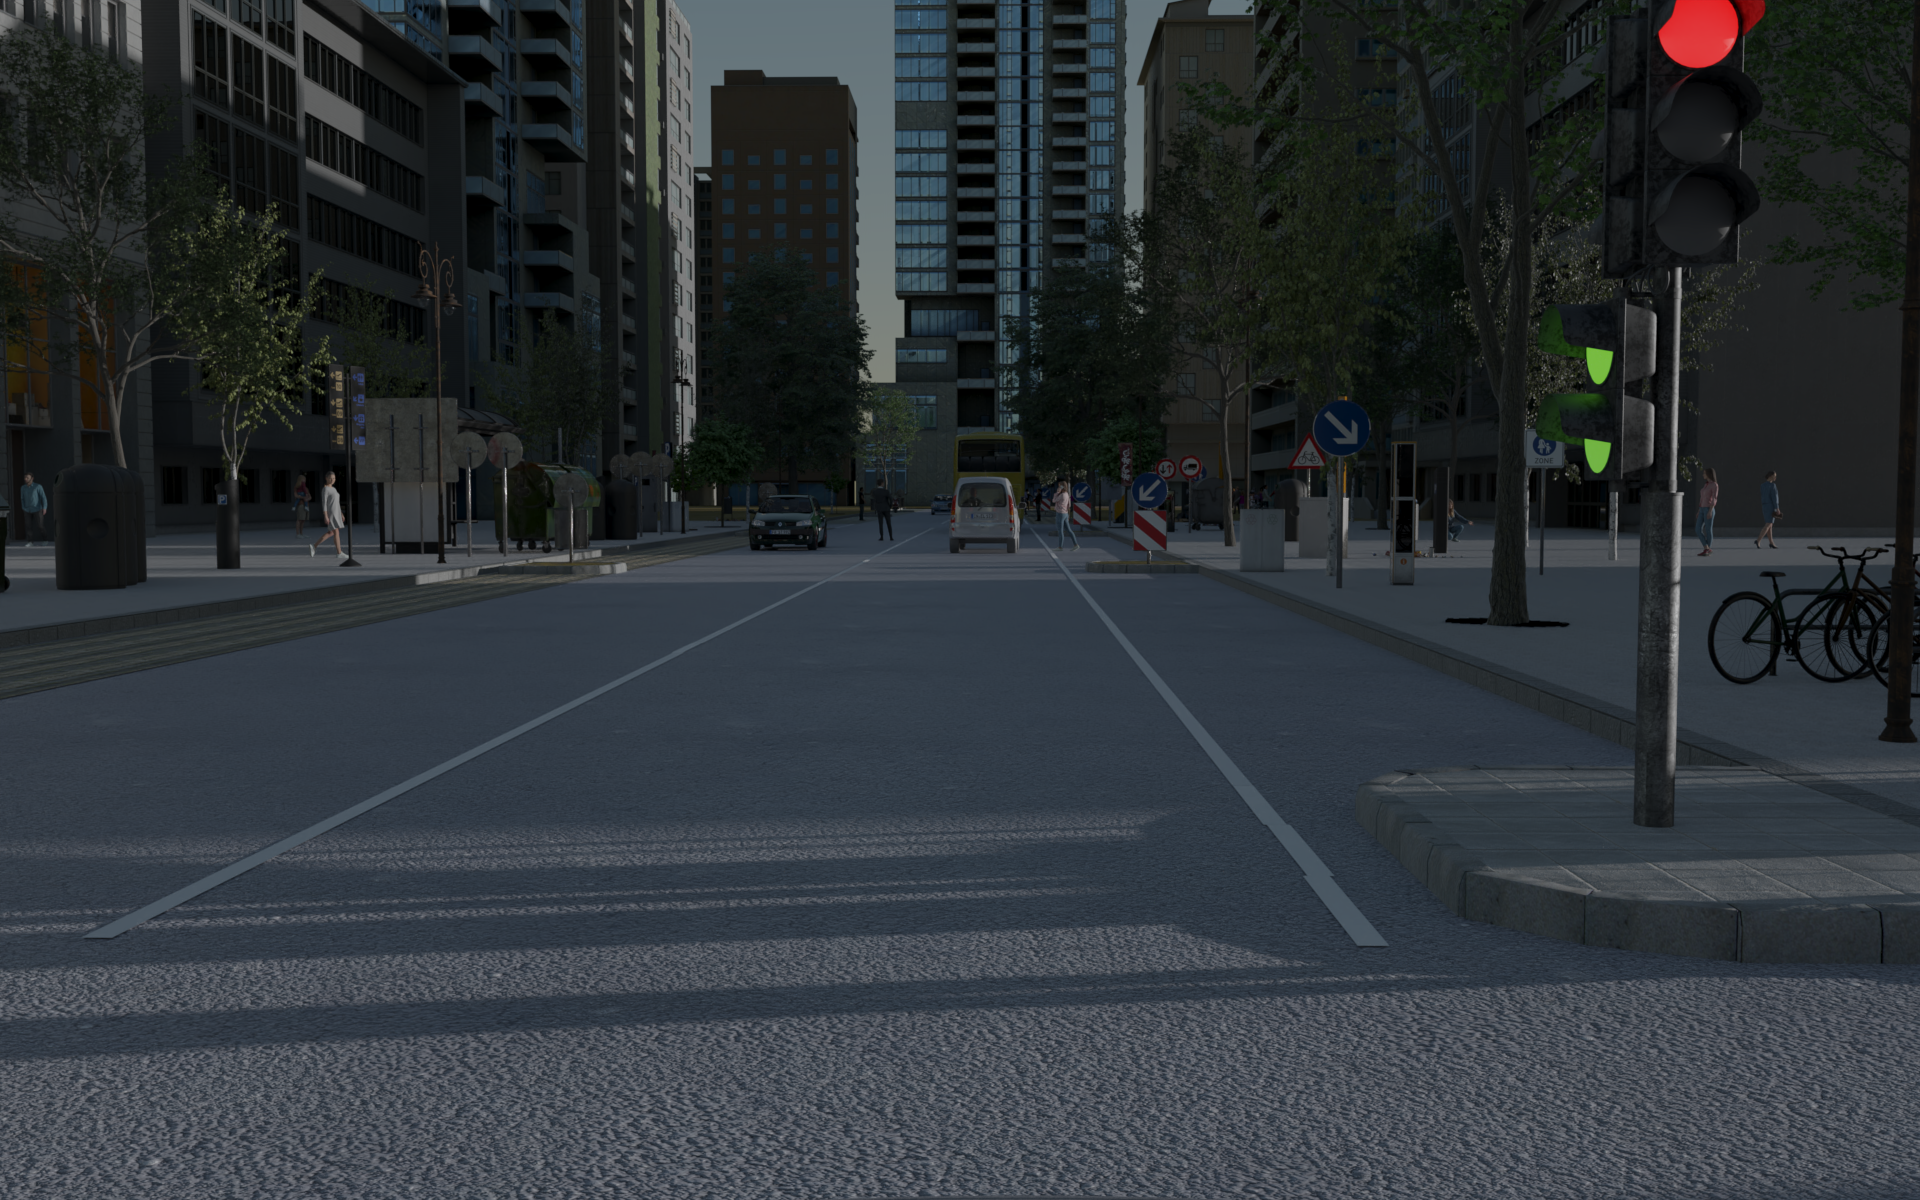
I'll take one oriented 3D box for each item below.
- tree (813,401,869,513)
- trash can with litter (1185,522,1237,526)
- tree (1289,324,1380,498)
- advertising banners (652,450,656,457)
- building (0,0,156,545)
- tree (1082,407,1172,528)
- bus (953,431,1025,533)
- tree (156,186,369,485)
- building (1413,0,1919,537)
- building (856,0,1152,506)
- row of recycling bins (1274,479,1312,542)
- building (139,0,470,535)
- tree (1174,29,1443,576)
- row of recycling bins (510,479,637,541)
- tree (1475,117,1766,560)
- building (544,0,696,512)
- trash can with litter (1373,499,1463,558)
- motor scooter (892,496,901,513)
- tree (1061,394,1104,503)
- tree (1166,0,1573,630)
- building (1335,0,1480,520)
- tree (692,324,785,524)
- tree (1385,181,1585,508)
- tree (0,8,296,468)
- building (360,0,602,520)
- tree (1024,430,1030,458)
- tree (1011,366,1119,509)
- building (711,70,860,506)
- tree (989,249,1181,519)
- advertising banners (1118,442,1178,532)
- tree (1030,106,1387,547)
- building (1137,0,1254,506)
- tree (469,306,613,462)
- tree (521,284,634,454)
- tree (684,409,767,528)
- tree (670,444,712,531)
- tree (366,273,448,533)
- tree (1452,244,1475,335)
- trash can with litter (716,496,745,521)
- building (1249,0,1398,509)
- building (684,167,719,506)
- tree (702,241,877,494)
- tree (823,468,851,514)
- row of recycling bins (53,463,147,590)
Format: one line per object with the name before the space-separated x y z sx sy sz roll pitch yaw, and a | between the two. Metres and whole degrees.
tree | -8.263 -10.010 114.027 4.360 8.622 3.978 0 3 0
trash can with litter | 10.197 -3.601 69.934 2.233 1.210 1.678 0 4 3
tree | 16.166 -7.492 72.860 4.360 8.622 3.978 0 3 0
advertising banners | -12.233 -4.399 68.111 0.090 3.025 2.074 0 4 7
building | -29.458 -15.787 35.604 11.434 29.767 29.804 0 4 1
tree | 6.359 -4.988 65.275 4.285 4.588 4.351 0 3 0
bus | 1.124 -4.627 67.191 2.896 3.916 12.252 0 4 1
tree | -17.725 -5.644 42.646 4.737 8.622 4.395 0 3 0
building | 27.754 -15.080 65.631 14.314 24.678 30.058 0 4 1
building | 4.868 -53.621 189.374 31.000 86.520 22.319 0 4 1
row of recycling bins | 9.300 -2.521 48.327 1.069 1.692 3.534 1 4 12
building | -30.142 -15.118 66.253 14.314 24.678 30.058 0 4 1
tree | 5.586 -4.675 26.806 4.737 8.622 4.395 0 3 0
row of recycling bins | -10.649 -2.496 47.918 3.534 1.692 1.069 -2 4 -31
tree | 12.737 -5.066 33.191 4.360 8.622 3.978 0 3 0
building | -28.719 -27.773 137.679 14.086 41.232 14.154 0 4 1
trash can with litter | 9.379 -1.516 35.852 1.678 1.210 2.233 0 4 3
motor scooter | -4.892 -7.268 131.602 0.815 1.314 1.986 0 4 -1
tree | 8.135 -10.240 117.783 4.737 8.622 4.395 0 3 0
tree | 5.202 -5.558 16.629 9.928 11.665 9.643 0 3 0
building | 37.283 -24.590 93.923 32.217 40.220 23.993 0 4 1
tree | -9.338 -7.641 75.299 4.360 8.622 3.978 0 3 0
tree | 14.923 -7.159 51.454 7.601 10.594 8.767 1 4 9
tree | -16.749 -6.091 33.998 7.601 10.594 8.767 0 4 6
building | -33.354 -48.006 97.576 22.319 86.520 31.000 0 4 1
tree | 7.911 -11.738 126.323 7.601 10.594 8.767 -2 4 -35
tree | 9.209 -14.121 147.890 9.611 12.733 9.660 0 3 0
building | -18.425 -32.798 186.363 14.200 45.320 14.600 0 4 1
tree | 6.650 -11.176 89.384 9.857 13.997 8.962 0 3 0
advertising banners | 6.333 -3.814 58.543 2.074 3.025 0.090 1 4 19
tree | 6.296 -6.595 42.234 7.601 10.594 8.767 1 4 12
building | 34.344 -36.881 192.235 27.495 52.752 28.713 0 4 1
tree | -16.502 -7.144 67.165 4.737 8.622 4.395 0 3 0
tree | -13.698 -6.793 61.429 4.360 8.622 3.978 0 3 0
tree | -9.143 -5.076 66.702 4.285 4.588 4.351 0 3 0
tree | -9.816 -4.052 60.847 1.663 3.219 1.824 0 3 0
tree | -19.335 -6.546 57.393 4.737 8.622 4.395 0 3 0
tree | 13.948 -5.596 41.861 4.360 8.622 3.978 0 3 0
trash can with litter | -10.647 -4.317 81.636 2.233 1.210 1.678 1 4 10
building | 31.886 -30.154 116.724 21.300 48.544 21.600 0 4 1
building | -37.306 -30.803 195.502 23.993 40.220 32.217 0 4 1
tree | -8.355 -11.042 87.187 9.857 13.997 8.962 0 3 0
tree | -7.925 -7.033 109.593 1.663 3.219 1.824 0 3 0
row of recycling bins | -12.210 -1.077 24.724 1.069 1.692 3.534 -1 4 -20
